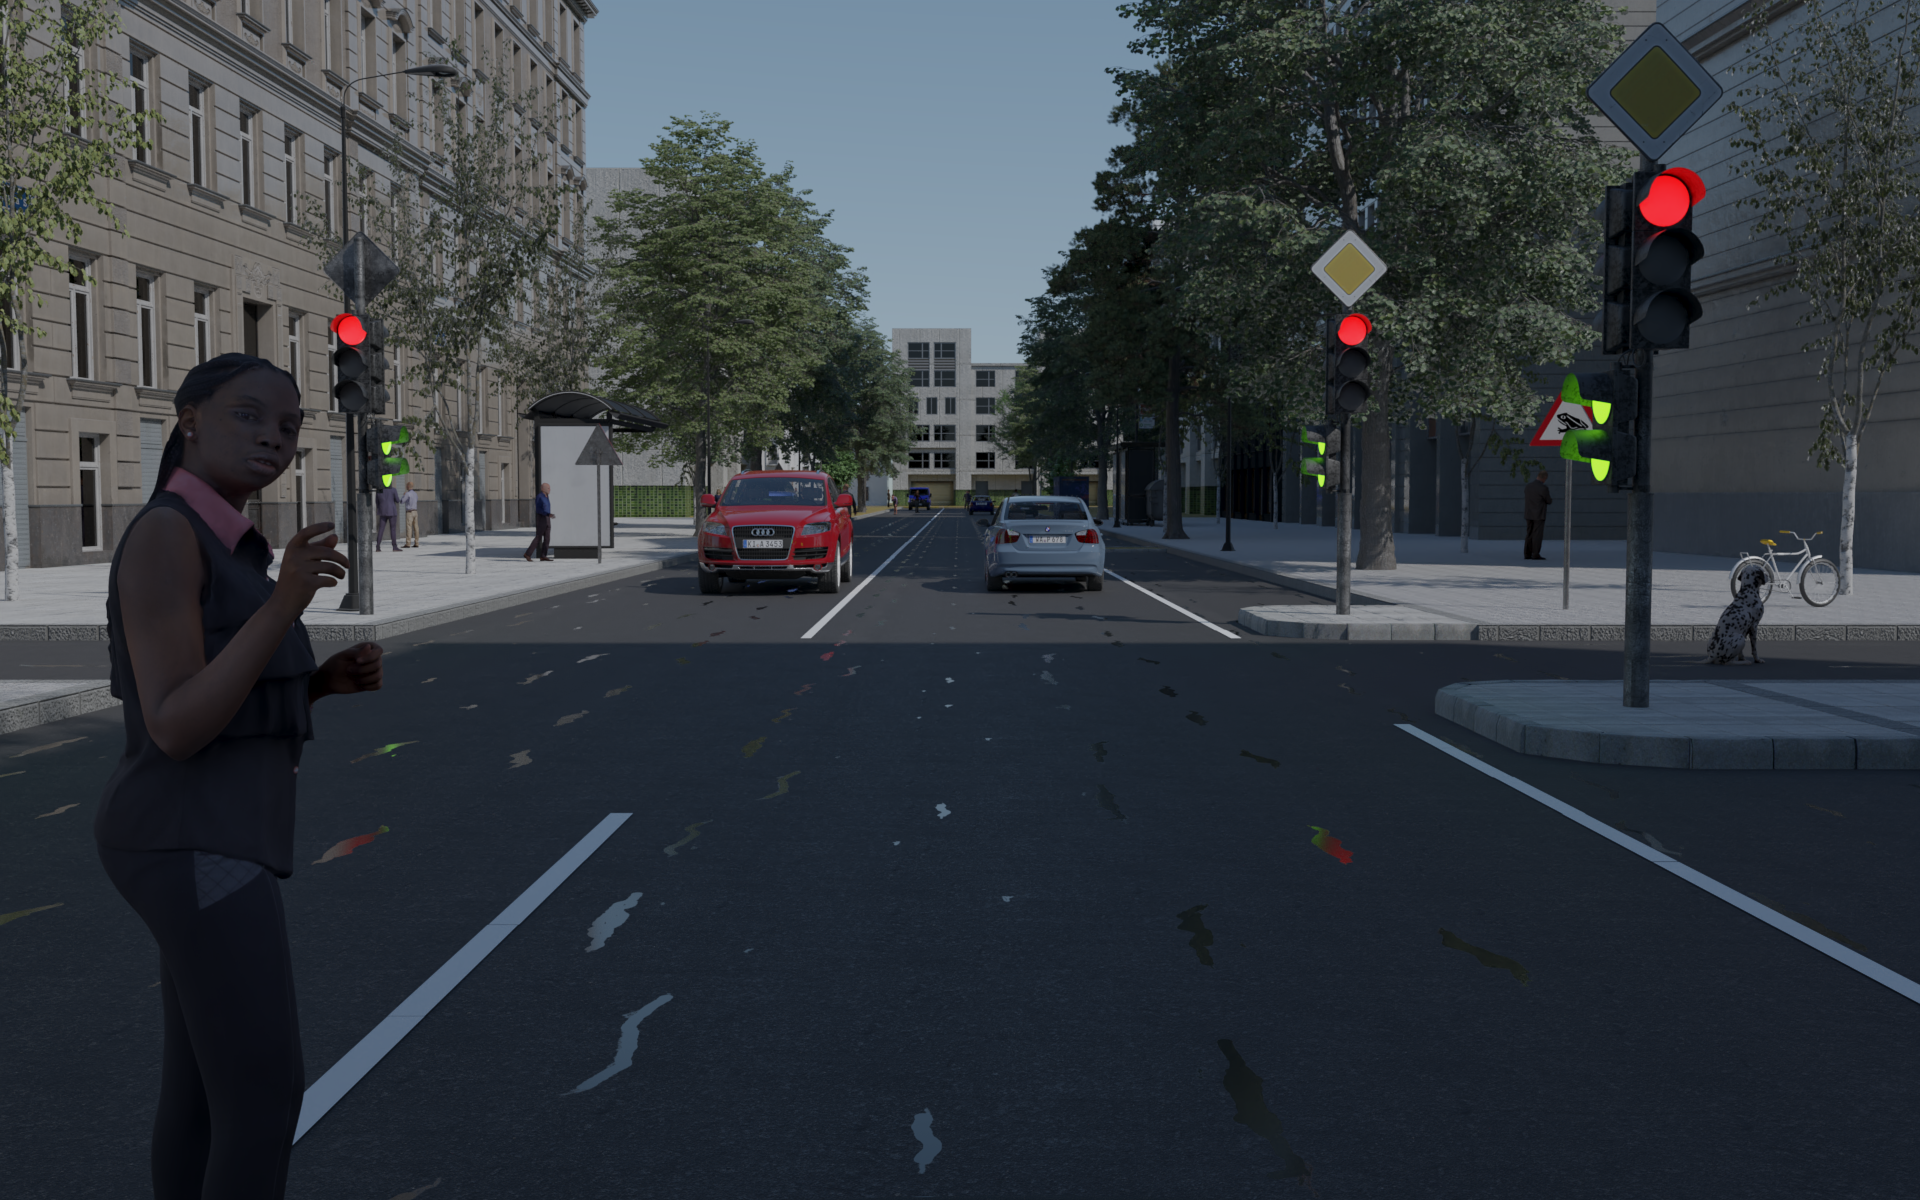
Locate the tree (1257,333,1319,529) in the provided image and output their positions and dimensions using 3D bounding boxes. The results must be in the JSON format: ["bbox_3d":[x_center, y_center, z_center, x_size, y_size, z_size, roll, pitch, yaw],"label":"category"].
[{"bbox_3d":[11.519,-6.892,63.048,4.737,8.622,4.395,0,3,0],"label":"tree"}]

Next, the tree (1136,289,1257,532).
[{"bbox_3d":[7.119,-6.572,57.811,4.737,8.622,4.395,0,3,0],"label":"tree"}]

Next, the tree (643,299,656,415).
[{"bbox_3d":[-9.723,-5.597,41.871,4.360,8.622,3.978,0,3,0],"label":"tree"}]

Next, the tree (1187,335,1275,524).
[{"bbox_3d":[11.447,-7.621,74.960,4.360,8.622,3.978,0,3,0],"label":"tree"}]

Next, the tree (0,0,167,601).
[{"bbox_3d":[-11.568,-4.283,20.391,4.737,8.622,4.395,0,3,0],"label":"tree"}]

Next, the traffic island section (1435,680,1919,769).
[{"bbox_3d":[4.106,0.723,10.464,2.009,0.180,2.903,0,3,0],"label":"traffic island section"}]

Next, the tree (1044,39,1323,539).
[{"bbox_3d":[6.261,-8.681,49.351,7.806,13.903,7.818,0,3,0],"label":"tree"}]

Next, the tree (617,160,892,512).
[{"bbox_3d":[-7.820,-9.708,65.384,9.857,13.997,8.962,0,3,0],"label":"tree"}]

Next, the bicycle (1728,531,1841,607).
[{"bbox_3d":[9.270,-0.383,19.489,1.543,0.972,0.635,-1,4,-15],"label":"bicycle"}]

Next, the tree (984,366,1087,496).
[{"bbox_3d":[7.269,-15.577,165.058,12.009,13.543,11.850,0,3,0],"label":"tree"}]

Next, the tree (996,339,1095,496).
[{"bbox_3d":[6.513,-12.797,127.361,7.486,12.596,7.792,0,3,0],"label":"tree"}]

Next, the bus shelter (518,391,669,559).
[{"bbox_3d":[-7.634,-2.617,36.716,2.014,3.302,5.546,0,4,0],"label":"bus shelter"}]

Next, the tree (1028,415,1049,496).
[{"bbox_3d":[6.916,-11.810,143.454,4.360,8.622,3.978,0,3,0],"label":"tree"}]

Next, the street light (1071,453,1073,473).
[{"bbox_3d":[5.500,-7.397,93.483,1.470,5.913,1.316,0,3,0],"label":"street light"}]

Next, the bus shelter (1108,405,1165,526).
[{"bbox_3d":[7.507,-5.881,73.786,2.179,5.291,8.768,0,3,0],"label":"bus shelter"}]

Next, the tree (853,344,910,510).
[{"bbox_3d":[-7.527,-14.191,139.438,7.806,13.903,7.818,0,3,0],"label":"tree"}]

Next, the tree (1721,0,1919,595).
[{"bbox_3d":[11.514,-4.371,21.821,4.360,8.622,3.978,0,3,0],"label":"tree"}]

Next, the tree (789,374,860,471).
[{"bbox_3d":[-7.690,-8.831,94.743,4.360,8.622,3.978,0,3,0],"label":"tree"}]

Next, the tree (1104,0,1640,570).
[{"bbox_3d":[7.123,-7.480,28.960,9.857,13.997,8.962,0,3,0],"label":"tree"}]

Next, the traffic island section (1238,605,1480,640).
[{"bbox_3d":[4.102,0.234,18.450,2.009,0.180,2.903,0,3,0],"label":"traffic island section"}]

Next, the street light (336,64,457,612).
[{"bbox_3d":[-6.133,-2.834,18.880,1.470,5.913,1.316,0,3,0],"label":"street light"}]

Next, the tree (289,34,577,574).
[{"bbox_3d":[-8.090,-4.727,27.653,4.360,8.622,3.978,0,3,0],"label":"tree"}]

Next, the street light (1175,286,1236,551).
[{"bbox_3d":[5.496,-4.055,38.832,1.470,5.913,1.316,0,3,0],"label":"street light"}]

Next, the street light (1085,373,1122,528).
[{"bbox_3d":[5.468,-5.726,66.158,1.470,5.913,1.316,0,3,0],"label":"street light"}]

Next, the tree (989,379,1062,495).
[{"bbox_3d":[6.346,-13.878,152.666,9.928,11.665,9.643,0,3,0],"label":"tree"}]

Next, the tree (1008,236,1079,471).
[{"bbox_3d":[7.281,-11.013,86.723,9.857,13.997,8.962,0,3,0],"label":"tree"}]

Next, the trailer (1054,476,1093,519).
[{"bbox_3d":[3.643,-3.097,57.682,1.471,1.999,3.904,0,4,-1],"label":"trailer"}]

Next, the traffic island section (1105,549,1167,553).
[{"bbox_3d":[4.074,-1.257,43.422,1.991,0.108,1.994,0,3,0],"label":"traffic island section"}]

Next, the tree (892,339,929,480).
[{"bbox_3d":[-6.799,-13.073,120.400,9.857,13.997,8.962,0,3,0],"label":"tree"}]

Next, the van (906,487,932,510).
[{"bbox_3d":[-3.623,-9.214,155.040,2.240,2.365,5.245,0,4,0],"label":"van"}]

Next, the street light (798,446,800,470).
[{"bbox_3d":[-6.281,-6.177,73.530,1.470,5.913,1.316,0,3,0],"label":"street light"}]

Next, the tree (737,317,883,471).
[{"bbox_3d":[-7.586,-9.308,86.597,8.767,10.594,7.601,1,4,16],"label":"tree"}]

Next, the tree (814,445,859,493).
[{"bbox_3d":[-7.974,-7.749,110.416,4.285,4.588,4.351,0,3,0],"label":"tree"}]

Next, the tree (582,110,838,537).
[{"bbox_3d":[-7.393,-8.184,51.932,7.486,12.596,7.792,0,3,0],"label":"tree"}]

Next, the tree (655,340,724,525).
[{"bbox_3d":[-11.387,-7.479,72.646,4.360,8.622,3.978,0,3,0],"label":"tree"}]

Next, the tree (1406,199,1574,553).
[{"bbox_3d":[11.002,-5.319,37.333,4.737,8.622,4.395,0,3,0],"label":"tree"}]

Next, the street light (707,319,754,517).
[{"bbox_3d":[-6.166,-4.505,46.205,1.470,5.913,1.316,0,3,0],"label":"street light"}]
